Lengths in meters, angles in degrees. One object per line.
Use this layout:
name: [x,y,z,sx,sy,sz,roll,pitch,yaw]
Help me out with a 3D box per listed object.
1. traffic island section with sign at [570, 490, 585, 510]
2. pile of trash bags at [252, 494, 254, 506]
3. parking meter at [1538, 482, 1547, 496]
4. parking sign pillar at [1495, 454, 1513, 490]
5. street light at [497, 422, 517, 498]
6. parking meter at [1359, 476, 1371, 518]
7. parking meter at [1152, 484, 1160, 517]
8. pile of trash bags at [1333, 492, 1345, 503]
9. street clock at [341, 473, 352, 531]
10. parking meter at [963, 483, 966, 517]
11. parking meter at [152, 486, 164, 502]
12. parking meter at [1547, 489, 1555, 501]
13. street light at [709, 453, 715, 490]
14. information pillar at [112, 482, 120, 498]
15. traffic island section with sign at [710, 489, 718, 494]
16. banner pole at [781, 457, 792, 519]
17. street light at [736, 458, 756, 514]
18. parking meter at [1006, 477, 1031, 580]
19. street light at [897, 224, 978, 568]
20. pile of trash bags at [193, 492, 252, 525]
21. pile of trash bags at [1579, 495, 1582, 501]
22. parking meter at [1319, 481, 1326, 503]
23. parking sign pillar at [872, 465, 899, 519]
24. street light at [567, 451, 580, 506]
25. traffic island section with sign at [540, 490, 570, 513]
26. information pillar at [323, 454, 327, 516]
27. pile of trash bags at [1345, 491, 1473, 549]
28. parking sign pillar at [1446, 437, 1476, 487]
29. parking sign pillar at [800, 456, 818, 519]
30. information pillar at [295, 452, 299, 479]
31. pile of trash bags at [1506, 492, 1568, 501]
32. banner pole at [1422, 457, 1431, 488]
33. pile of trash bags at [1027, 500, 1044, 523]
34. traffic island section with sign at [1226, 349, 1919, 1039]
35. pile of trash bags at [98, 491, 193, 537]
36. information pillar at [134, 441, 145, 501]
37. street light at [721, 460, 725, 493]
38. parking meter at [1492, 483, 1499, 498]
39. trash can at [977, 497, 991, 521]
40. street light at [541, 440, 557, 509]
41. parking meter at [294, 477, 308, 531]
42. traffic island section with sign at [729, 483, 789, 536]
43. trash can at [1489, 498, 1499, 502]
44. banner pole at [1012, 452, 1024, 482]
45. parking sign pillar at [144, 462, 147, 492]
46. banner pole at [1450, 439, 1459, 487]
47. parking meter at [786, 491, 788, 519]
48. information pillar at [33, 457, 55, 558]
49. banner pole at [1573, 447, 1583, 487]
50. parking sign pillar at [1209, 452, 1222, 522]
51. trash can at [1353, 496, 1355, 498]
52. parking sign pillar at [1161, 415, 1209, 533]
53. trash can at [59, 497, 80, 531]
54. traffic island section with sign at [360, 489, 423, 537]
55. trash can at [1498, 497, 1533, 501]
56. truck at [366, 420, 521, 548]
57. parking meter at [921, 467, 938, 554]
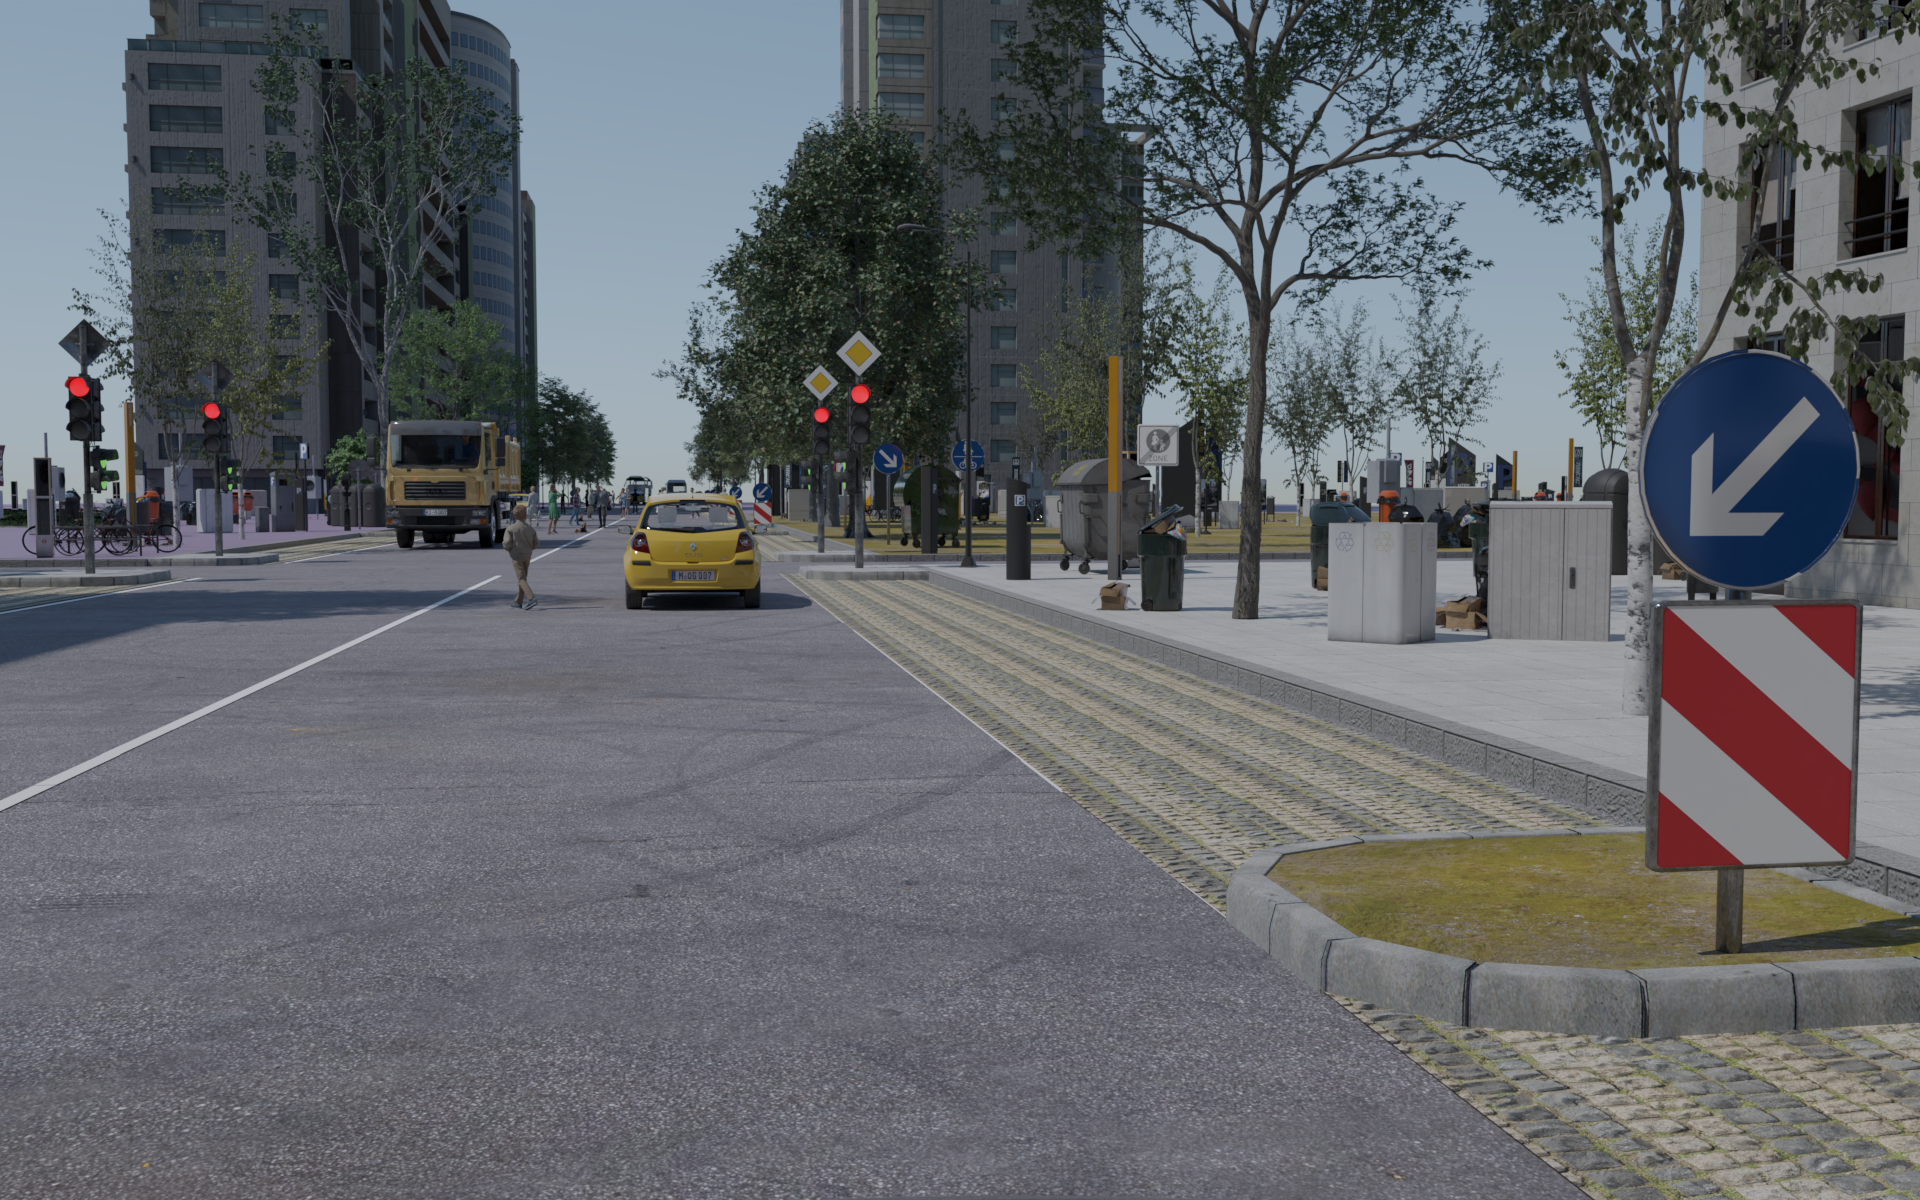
traffic island section with sign: [-35.776,-9.293,160.561,1.989,1.847,2.006,-1,4,-9]
pile of trash bags: [-36.257,-4.574,84.537,3.447,1.369,1.912,-3,4,-38]
parking meter: [27.258,-4.610,81.078,0.399,1.863,0.255,-2,4,-34]
parking sign pillar: [36.465,-7.779,115.660,1.447,3.967,1.447,0,4,-1]
street light: [-29.142,-8.486,111.284,1.470,5.913,1.316,-1,4,-9]
parking meter: [13.075,-3.063,55.795,0.399,1.863,0.255,0,4,6]
parking meter: [10.850,-5.512,95.834,0.399,1.863,0.255,1,4,17]
pile of trash bags: [21.187,-5.213,94.988,1.912,1.369,3.447,1,4,16]
street clock: [-21.288,-3.399,60.142,0.358,2.002,0.471,0,4,-6]
parking meter: [0.387,-5.471,95.155,0.255,1.863,0.399,2,4,34]
parking meter: [-26.737,-3.019,57.778,0.372,1.533,0.369,0,3,0]
parking meter: [29.278,-4.749,86.055,0.372,1.533,0.369,0,3,0]
street light: [-27.545,-13.682,196.242,1.470,5.913,1.316,-1,4,-9]
information pillar: [-50.697,-6.092,104.101,0.304,2.012,0.304,1,4,13]
traffic island section with sign: [-11.379,-4.787,86.902,1.989,1.847,2.006,-1,4,-9]
banner pole: [-8.872,-5.989,87.942,0.863,3.779,0.401,2,4,29]
street light: [-13.990,-8.636,113.734,1.470,5.913,1.316,-1,4,-9]
parking meter: [0.877,-1.070,25.899,0.372,1.533,0.369,0,3,0]
street light: [-0.385,-3.516,30.035,1.470,5.913,1.316,-1,4,-9]
pile of trash bags: [-31.325,-3.769,71.382,3.447,1.369,1.912,-1,4,-11]
pile of trash bags: [42.517,-6.650,118.484,3.447,1.369,1.912,2,4,32]
parking meter: [16.117,-4.357,76.950,0.255,1.863,0.399,0,4,5]
parking sign pillar: [-3.802,-6.163,89.242,1.447,3.967,1.447,-1,4,-12]
street light: [-41.295,-12.987,184.882,1.470,5.913,1.316,-1,4,-9]
traffic island section with sign: [-31.412,-7.660,133.865,1.989,1.847,2.006,-1,4,-9]
information pillar: [-36.725,-6.657,100.193,0.183,3.616,0.504,-1,4,-14]
pile of trash bags: [11.297,-1.998,42.426,1.912,1.369,3.447,-1,4,-21]
parking sign pillar: [23.502,-5.678,81.302,1.447,3.967,1.447,3,4,37]
parking sign pillar: [-7.621,-5.948,85.724,1.447,3.967,1.447,-1,4,-12]
information pillar: [-36.891,-6.428,96.459,0.183,3.616,0.504,0,4,-8]
pile of trash bags: [24.599,-3.993,75.030,1.912,1.369,3.447,0,4,-3]
banner pole: [31.536,-7.778,117.186,0.863,3.779,0.401,0,3,0]
pile of trash bags: [3.975,-4.210,78.585,3.447,1.369,1.912,3,5,42]
traffic island section with sign: [1.943,0.191,5.509,1.989,1.847,2.006,-1,4,-9]
pile of trash bags: [-25.058,-2.643,52.969,1.912,1.369,3.447,-3,4,-39]
information pillar: [-36.407,-5.227,76.816,0.504,3.616,0.183,1,4,13]
street light: [-20.039,-10.903,150.802,1.470,5.913,1.316,-1,4,-9]
parking meter: [27.983,-5.191,90.592,0.255,1.863,0.399,0,4,1]
trash can: [1.104,-4.344,82.673,0.748,1.137,0.748,0,3,0]
street light: [-35.121,-10.733,148.024,1.470,5.913,1.316,-1,4,-9]
parking meter: [-22.963,-3.341,60.343,0.399,1.863,0.255,1,4,12]
traffic island section with sign: [-7.026,-3.160,60.299,1.989,1.847,2.006,-1,4,-9]
trash can: [21.367,-3.497,68.833,0.748,1.137,0.748,0,3,0]
banner pole: [3.504,-6.937,103.436,0.863,3.779,0.401,0,4,-7]
parking sign pillar: [-49.341,-7.090,104.400,1.447,3.967,1.447,-2,4,-31]
banner pole: [22.123,-5.352,77.523,0.401,3.779,0.863,3,5,41]
parking meter: [-8.714,-4.914,88.749,0.372,1.533,0.369,0,3,0]
information pillar: [-18.409,-1.854,34.805,0.304,2.012,0.304,-1,4,-22]
banner pole: [28.452,-5.513,80.150,0.863,3.779,0.401,-1,4,-12]
parking sign pillar: [11.596,-5.598,80.006,1.447,3.967,1.447,-1,4,-22]
trash can: [23.548,-5.709,104.994,0.748,1.137,0.748,0,3,0]
parking sign pillar: [7.358,-4.231,57.652,1.447,3.967,1.447,0,4,0]
trash can: [-31.362,-3.015,60.953,0.748,1.137,0.748,0,3,0]
traffic island section with sign: [-19.032,-3.041,58.341,1.989,1.847,2.006,-1,4,-9]
trash can: [17.516,-2.610,54.326,0.748,1.137,0.748,0,3,0]
truck: [-14.017,-3.198,48.211,3.469,3.379,9.791,-1,4,-9]
parking meter: [-0.654,-1.929,37.247,0.255,1.863,0.399,1,4,22]
